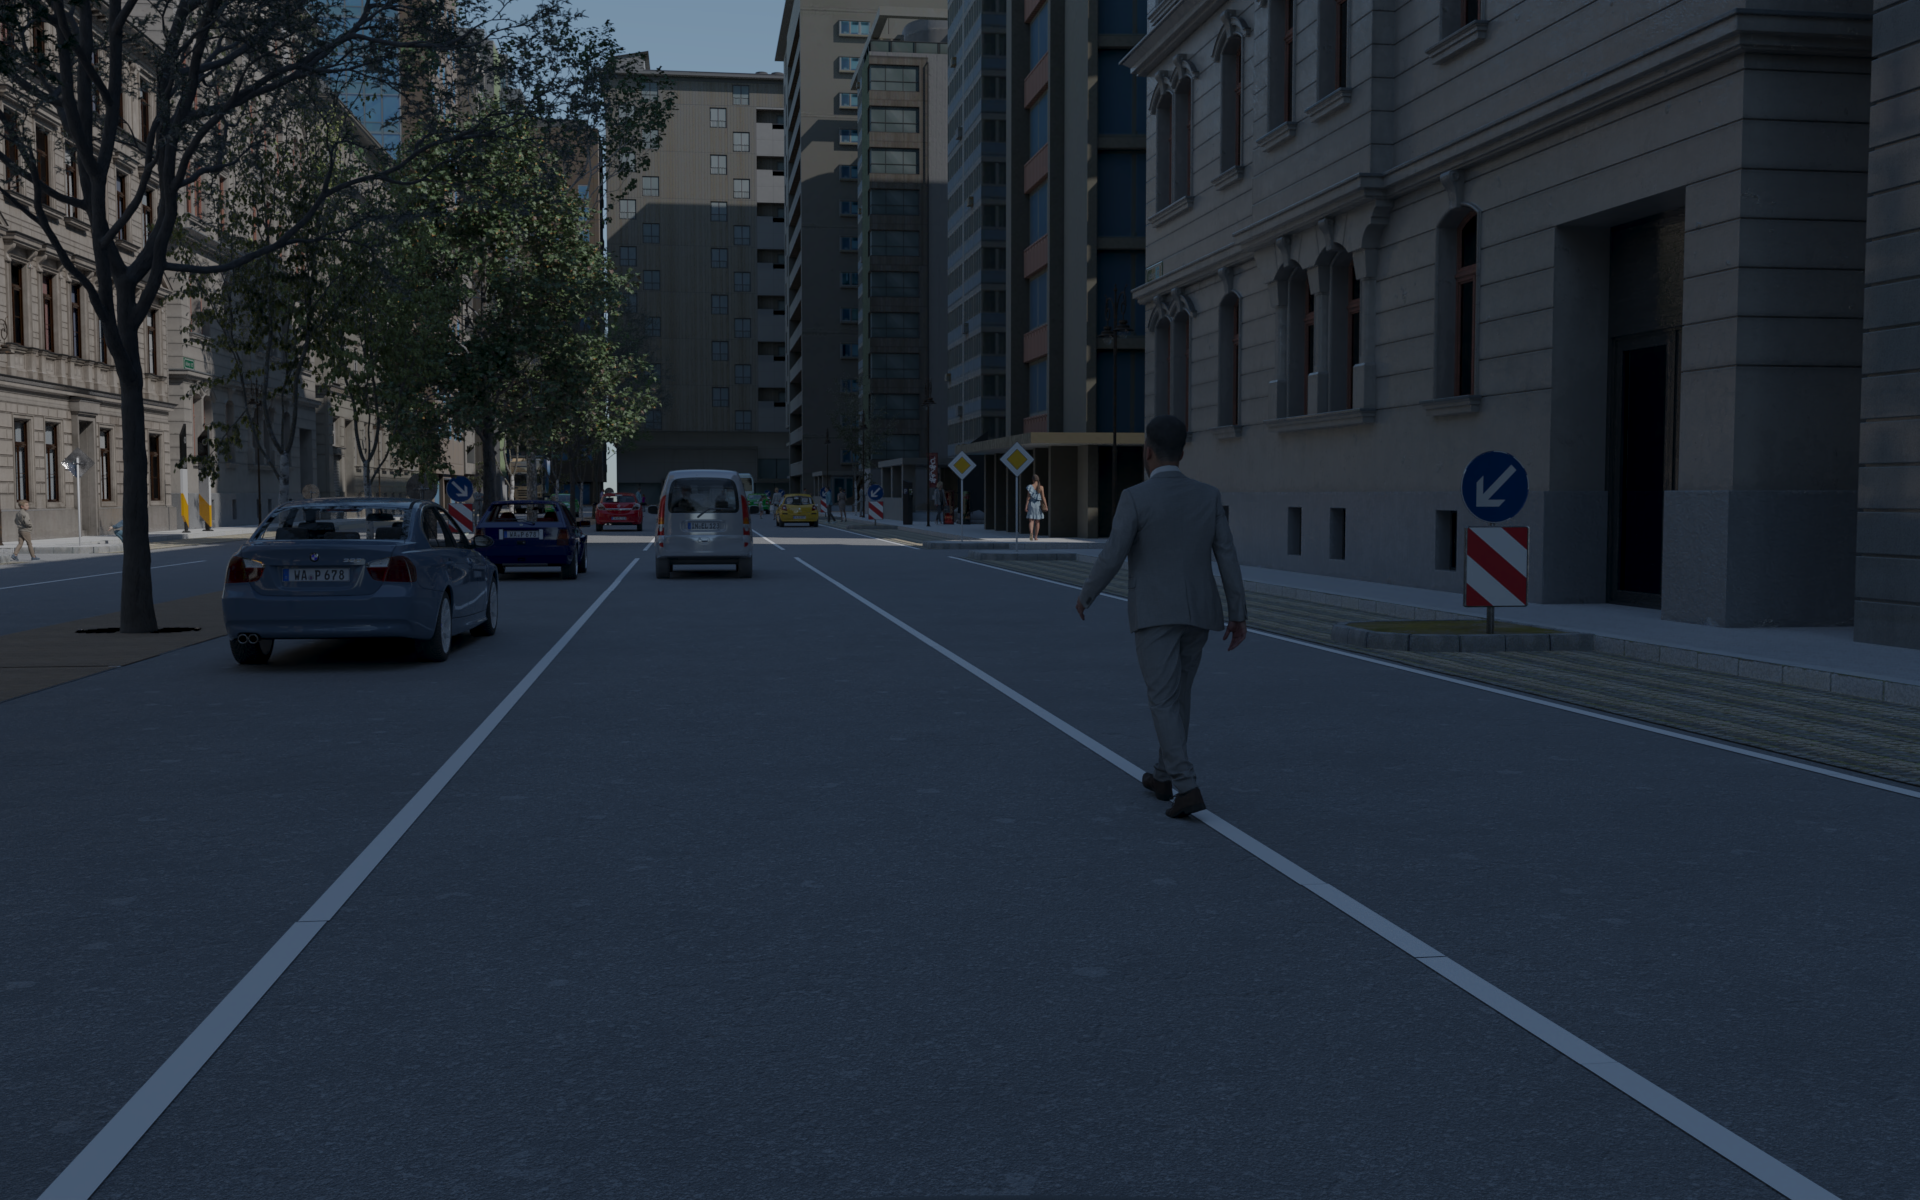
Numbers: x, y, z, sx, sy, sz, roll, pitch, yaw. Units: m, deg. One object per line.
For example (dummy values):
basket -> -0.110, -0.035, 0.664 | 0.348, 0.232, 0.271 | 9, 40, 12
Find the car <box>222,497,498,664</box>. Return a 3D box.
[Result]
car -> -5.401, -0.242, 15.965 | 2.014, 1.417, 4.499 | 0, 4, -7

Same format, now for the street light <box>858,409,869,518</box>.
street light -> -5.246, -7.430, 94.269 | 0.468, 5.910, 1.993 | -1, 4, -9

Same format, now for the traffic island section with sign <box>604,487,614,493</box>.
traffic island section with sign -> -24.004, -6.742, 118.360 | 2.006, 1.907, 1.989 | -1, 4, -9

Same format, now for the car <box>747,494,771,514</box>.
car -> -14.538, -7.055, 124.142 | 1.959, 1.807, 4.718 | 0, 4, -8

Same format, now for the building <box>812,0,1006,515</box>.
building -> 4.785, -27.180, 136.270 | 32.217, 40.220, 23.993 | -1, 4, -9

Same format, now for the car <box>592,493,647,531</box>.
car -> -13.359, -3.601, 67.922 | 2.155, 1.783, 4.494 | -1, 4, -10

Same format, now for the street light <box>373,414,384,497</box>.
street light -> -31.975, -7.494, 95.317 | 0.468, 5.910, 1.993 | -1, 4, -9

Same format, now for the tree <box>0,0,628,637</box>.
tree -> -8.414, -6.390, 17.308 | 12.009, 13.543, 11.850 | 0, 3, 0

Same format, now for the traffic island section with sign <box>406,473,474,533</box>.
traffic island section with sign -> -11.516, -1.751, 36.761 | 2.006, 1.907, 1.989 | -1, 4, -9

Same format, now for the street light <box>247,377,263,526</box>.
street light -> -27.885, -5.875, 68.843 | 0.468, 5.910, 1.993 | -1, 4, -9

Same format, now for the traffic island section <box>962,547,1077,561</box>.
traffic island section -> 1.305, -0.990, 38.473 | 2.009, 0.180, 2.903 | -1, 4, -9

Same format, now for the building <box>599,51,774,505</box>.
building -> -30.211, -38.354, 216.322 | 27.495, 52.752, 28.713 | -1, 4, -9

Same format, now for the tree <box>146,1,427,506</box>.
tree -> -10.032, -4.450, 25.576 | 4.360, 8.622, 3.978 | 0, 3, 0

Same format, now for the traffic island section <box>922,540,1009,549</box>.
traffic island section -> 0.097, -1.473, 46.367 | 2.009, 0.180, 2.903 | -1, 4, -9

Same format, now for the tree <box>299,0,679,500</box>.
tree -> -17.288, -12.621, 64.693 | 12.611, 20.169, 13.585 | 0, 3, 0

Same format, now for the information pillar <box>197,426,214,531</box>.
information pillar -> -26.045, -4.182, 59.730 | 0.504, 3.616, 0.183 | 1, 4, 22

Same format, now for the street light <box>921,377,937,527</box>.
street light -> -1.252, -5.844, 68.329 | 0.468, 5.910, 1.993 | -1, 4, -9

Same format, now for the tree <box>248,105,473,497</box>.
tree -> -11.145, -4.872, 32.471 | 4.737, 8.622, 4.395 | 0, 3, 0

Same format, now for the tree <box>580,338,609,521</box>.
tree -> -17.204, -7.395, 73.727 | 4.360, 8.622, 3.978 | 0, 3, 0

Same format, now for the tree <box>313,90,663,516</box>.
tree -> -13.299, -7.904, 48.703 | 9.611, 12.733, 9.660 | 0, 3, 0

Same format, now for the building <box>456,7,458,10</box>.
building -> -72.580, -54.574, 204.951 | 31.000, 86.520, 22.319 | -1, 4, -9

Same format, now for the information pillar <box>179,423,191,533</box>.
information pillar -> -25.633, -4.028, 57.215 | 0.183, 3.616, 0.504 | 0, 4, -7

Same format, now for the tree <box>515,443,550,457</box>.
tree -> -42.656, -14.026, 163.738 | 8.767, 10.594, 7.601 | 0, 4, 7

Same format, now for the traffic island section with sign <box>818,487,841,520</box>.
traffic island section with sign -> -7.707, -5.426, 97.344 | 1.989, 1.847, 2.006 | -1, 4, -9

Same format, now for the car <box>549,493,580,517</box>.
car -> -24.190, -5.908, 105.385 | 1.959, 1.807, 4.718 | 0, 4, -8

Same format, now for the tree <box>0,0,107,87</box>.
tree -> -6.932, -4.327, 7.622 | 8.767, 10.594, 7.601 | -1, 4, -9

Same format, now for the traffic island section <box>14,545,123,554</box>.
traffic island section -> -21.890, -1.268, 43.019 | 2.009, 0.180, 2.903 | -1, 4, -9

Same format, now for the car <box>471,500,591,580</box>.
car -> -7.470, -1.080, 30.235 | 1.945, 1.354, 3.894 | -1, 4, -9

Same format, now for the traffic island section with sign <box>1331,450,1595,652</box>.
traffic island section with sign -> 4.661, -0.485, 16.554 | 1.989, 1.847, 2.006 | -1, 4, -9

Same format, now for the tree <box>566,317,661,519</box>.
tree -> -20.818, -10.442, 98.931 | 9.928, 11.665, 9.643 | 0, 3, 0

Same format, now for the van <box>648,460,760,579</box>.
van -> -4.558, -1.457, 30.828 | 2.013, 2.044, 4.112 | -1, 4, -8

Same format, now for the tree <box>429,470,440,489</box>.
tree -> -35.978, -7.458, 116.532 | 1.663, 3.219, 1.824 | 0, 3, 0

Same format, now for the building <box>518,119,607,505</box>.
building -> -49.712, -34.010, 206.168 | 14.200, 45.320, 14.600 | -1, 4, -9

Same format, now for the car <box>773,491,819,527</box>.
car -> -7.181, -4.032, 76.148 | 2.015, 1.641, 3.980 | -1, 4, -9

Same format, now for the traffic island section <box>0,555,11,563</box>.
traffic island section -> -20.682, -0.786, 35.126 | 2.009, 0.180, 2.903 | -1, 4, -9

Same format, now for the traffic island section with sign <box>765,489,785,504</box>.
traffic island section with sign -> -15.427, -8.516, 147.860 | 1.989, 1.847, 2.006 | -1, 4, -9

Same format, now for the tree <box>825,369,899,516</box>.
tree -> -5.967, -9.293, 102.308 | 4.360, 8.622, 3.978 | 0, 3, 0

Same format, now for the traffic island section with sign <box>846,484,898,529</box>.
traffic island section with sign -> -3.630, -3.796, 70.698 | 1.989, 1.847, 2.006 | -1, 4, -9

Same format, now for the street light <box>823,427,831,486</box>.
street light -> -9.201, -9.026, 120.366 | 0.468, 5.910, 1.993 | -1, 4, -9

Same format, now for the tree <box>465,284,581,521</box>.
tree -> -14.744, -6.357, 56.764 | 4.360, 8.622, 3.978 | 0, 3, 0

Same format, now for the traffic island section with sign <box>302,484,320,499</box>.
traffic island section with sign -> -25.303, -3.594, 67.388 | 1.989, 1.847, 2.006 | -1, 4, -9

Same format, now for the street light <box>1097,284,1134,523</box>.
street light -> 3.418, -4.002, 38.219 | 0.468, 5.910, 1.993 | -1, 4, -9

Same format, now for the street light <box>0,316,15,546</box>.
street light -> -23.894, -4.290, 42.924 | 0.468, 5.910, 1.993 | -1, 4, -9
